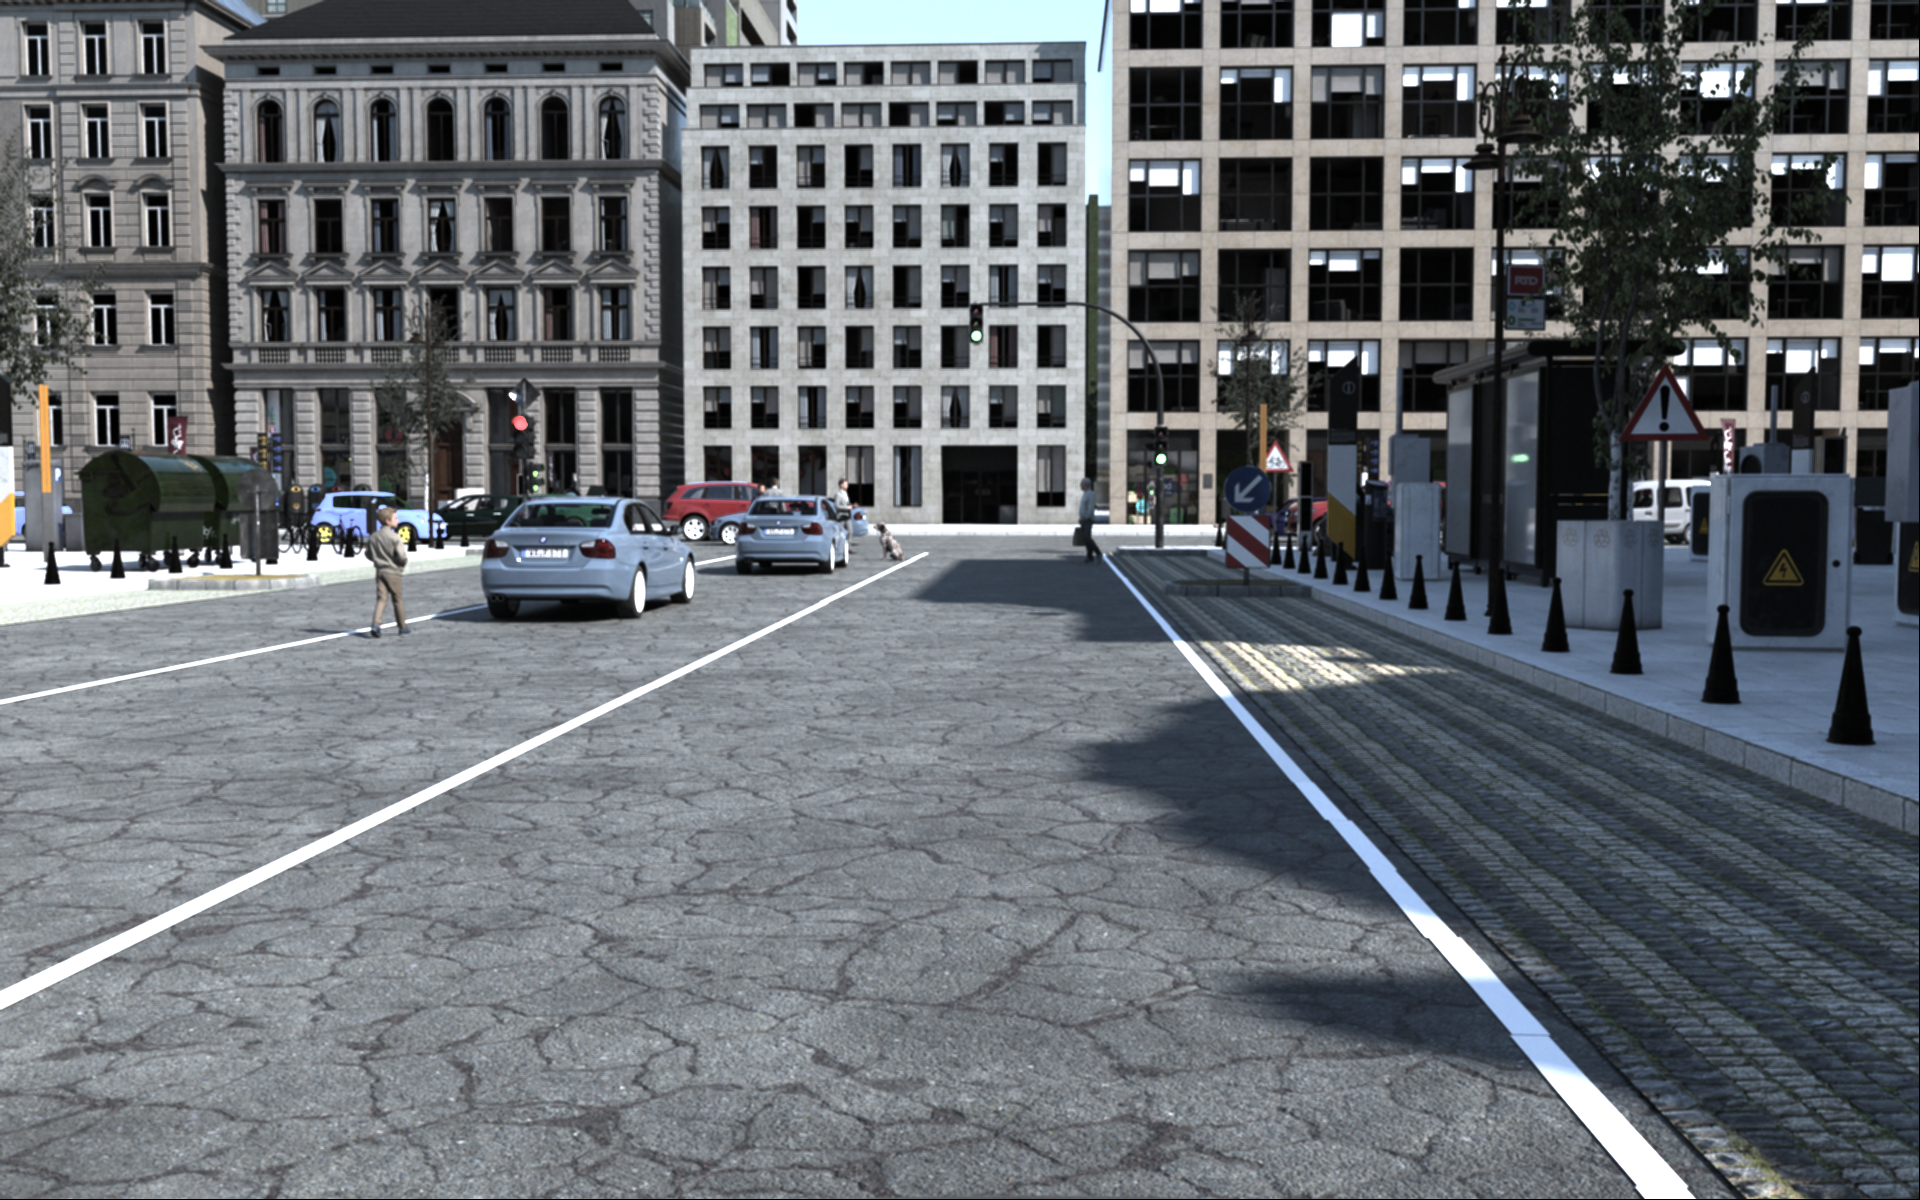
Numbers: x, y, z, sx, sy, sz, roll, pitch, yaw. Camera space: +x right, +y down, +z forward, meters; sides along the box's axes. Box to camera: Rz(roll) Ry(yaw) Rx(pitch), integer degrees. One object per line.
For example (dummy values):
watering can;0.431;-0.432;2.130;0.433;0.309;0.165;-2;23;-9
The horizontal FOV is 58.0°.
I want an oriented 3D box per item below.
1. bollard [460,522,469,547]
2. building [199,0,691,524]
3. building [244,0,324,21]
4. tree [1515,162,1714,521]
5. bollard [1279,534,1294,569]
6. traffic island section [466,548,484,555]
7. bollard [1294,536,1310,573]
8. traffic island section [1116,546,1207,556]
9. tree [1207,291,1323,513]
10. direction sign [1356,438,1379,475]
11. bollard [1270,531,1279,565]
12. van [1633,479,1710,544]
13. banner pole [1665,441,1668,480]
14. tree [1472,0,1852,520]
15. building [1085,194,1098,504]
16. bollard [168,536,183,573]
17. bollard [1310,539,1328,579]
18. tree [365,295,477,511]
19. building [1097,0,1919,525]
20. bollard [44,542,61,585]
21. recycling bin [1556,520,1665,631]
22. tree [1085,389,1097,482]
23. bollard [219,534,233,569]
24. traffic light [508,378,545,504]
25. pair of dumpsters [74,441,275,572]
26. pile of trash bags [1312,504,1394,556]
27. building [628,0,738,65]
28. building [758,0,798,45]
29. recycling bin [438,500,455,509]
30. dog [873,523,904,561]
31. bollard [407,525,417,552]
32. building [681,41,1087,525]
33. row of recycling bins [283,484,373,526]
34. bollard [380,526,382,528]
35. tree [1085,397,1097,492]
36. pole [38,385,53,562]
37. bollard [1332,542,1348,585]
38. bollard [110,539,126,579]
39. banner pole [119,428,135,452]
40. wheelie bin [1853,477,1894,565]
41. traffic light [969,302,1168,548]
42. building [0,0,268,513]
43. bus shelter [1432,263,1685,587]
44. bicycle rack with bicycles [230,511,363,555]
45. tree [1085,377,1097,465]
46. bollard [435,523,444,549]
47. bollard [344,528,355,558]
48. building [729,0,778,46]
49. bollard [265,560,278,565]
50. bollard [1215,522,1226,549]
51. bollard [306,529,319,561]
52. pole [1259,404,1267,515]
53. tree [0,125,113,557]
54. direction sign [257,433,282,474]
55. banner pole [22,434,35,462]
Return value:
bollard;-12.022;-1.589;42.025;0.229;0.601;0.229;0;3;0
building;-21.731;-15.252;78.242;19.941;23.489;11.050;0;4;3
building;-59.090;-36.000;177.845;27.495;52.752;28.713;0;4;3
tree;14.380;-5.332;37.541;4.360;8.622;3.978;0;3;0
bollard;5.674;-0.844;29.833;0.229;0.601;0.229;0;3;0
traffic island section;-10.522;-1.202;41.926;2.009;0.180;2.903;0;4;3
bollard;5.588;-0.737;28.089;0.229;0.601;0.229;0;3;0
traffic island section;4.749;-1.153;41.140;2.009;0.180;2.903;0;4;3
tree;10.764;-6.853;62.409;4.360;8.622;3.978;0;3;0
direction sign;16.417;-4.762;69.863;0.876;3.537;0.379;1;4;18
bollard;5.765;-0.950;31.568;0.229;0.601;0.229;0;3;0
van;19.414;-2.607;49.640;4.112;2.044;2.013;0;4;3
banner pole;28.160;-4.841;69.168;0.401;3.779;0.863;1;4;14
tree;8.299;-4.331;21.172;4.737;8.622;4.395;0;3;0
building;15.768;-33.921;238.207;14.086;41.232;14.154;0;4;3
bollard;-12.736;-0.738;28.102;0.229;0.601;0.229;0;3;0
bollard;5.495;-0.631;26.354;0.229;0.601;0.229;0;3;0
tree;-19.894;-6.964;64.231;4.360;8.622;3.978;0;3;0
building;23.699;-16.856;80.111;34.151;26.468;19.350;0;4;3
bollard;-12.911;-0.525;24.622;0.229;0.601;0.229;0;3;0
recycling bin;6.227;-0.248;16.610;0.722;1.027;0.722;-2;4;-32
tree;14.596;-15.526;175.899;6.751;12.117;7.091;0;3;0
bollard;-12.647;-0.844;29.837;0.229;0.601;0.229;0;3;0
traffic light;-10.483;-3.234;41.789;0.839;4.253;0.868;0;4;3
pair of dumpsters;-13.718;-1.709;30.440;1.574;2.255;4.437;0;4;3
pile of trash bags;8.198;-1.591;35.772;1.912;1.369;3.447;1;4;16
building;-25.830;-27.827;138.558;14.154;41.232;14.086;0;4;3
building;-31.141;-38.949;178.817;28.212;58.520;21.231;0;4;3
recycling bin;-19.982;-3.390;67.986;0.722;1.027;0.722;3;4;39
dog;-1.420;-1.238;37.078;0.513;0.831;0.800;-3;5;-43
bollard;-12.199;-1.376;38.544;0.229;0.601;0.229;0;3;0
building;-2.922;-13.601;77.128;16.860;20.320;10.420;0;4;3
row of recycling bins;-25.449;-3.832;69.768;3.534;1.692;1.069;0;4;-5
bollard;-12.290;-1.270;36.809;0.229;0.601;0.229;0;3;0
tree;15.580;-17.188;199.142;7.486;12.596;7.792;0;3;0
pole;-17.132;-2.362;32.456;0.158;3.312;0.155;0;3;0
bollard;5.411;-0.525;24.618;0.229;0.601;0.229;0;3;0
bollard;-12.826;-0.631;26.358;0.229;0.601;0.229;0;3;0
banner pole;-31.339;-4.608;65.353;0.863;3.779;0.401;1;4;12
wheelie bin;16.651;-1.451;31.636;0.980;1.594;0.693;1;4;23
traffic light;2.616;-4.057;40.993;4.771;5.953;1.251;0;4;3
building;-44.238;-17.302;80.152;25.104;27.353;12.463;0;4;3
bus shelter;9.033;-3.073;27.882;2.179;5.291;8.768;0;4;3
bicycle rack with bicycles;-14.239;-1.432;36.795;2.852;0.926;2.925;-2;4;-35
tree;12.852;-13.838;133.682;7.806;13.903;7.818;0;3;0
bollard;-12.110;-1.483;40.286;0.229;0.601;0.229;0;3;0
bollard;-12.376;-1.164;35.071;0.229;0.601;0.229;0;3;0
building;-28.485;-32.575;156.303;21.300;48.544;21.600;0;4;3
bollard;-12.556;-0.950;31.581;0.229;0.601;0.229;0;3;0
bollard;6.297;-1.589;42.015;0.229;0.601;0.229;0;3;0
bollard;-12.469;-1.057;33.317;0.229;0.601;0.229;0;3;0
pole;6.860;-2.776;39.238;0.158;3.312;0.155;0;3;0
tree;-19.574;-5.190;35.226;4.360;8.622;3.978;0;3;0
direction sign;-25.646;-4.429;64.418;0.876;3.537;0.379;-3;5;-43
banner pole;-39.032;-5.053;72.632;0.863;3.779;0.401;2;4;24
